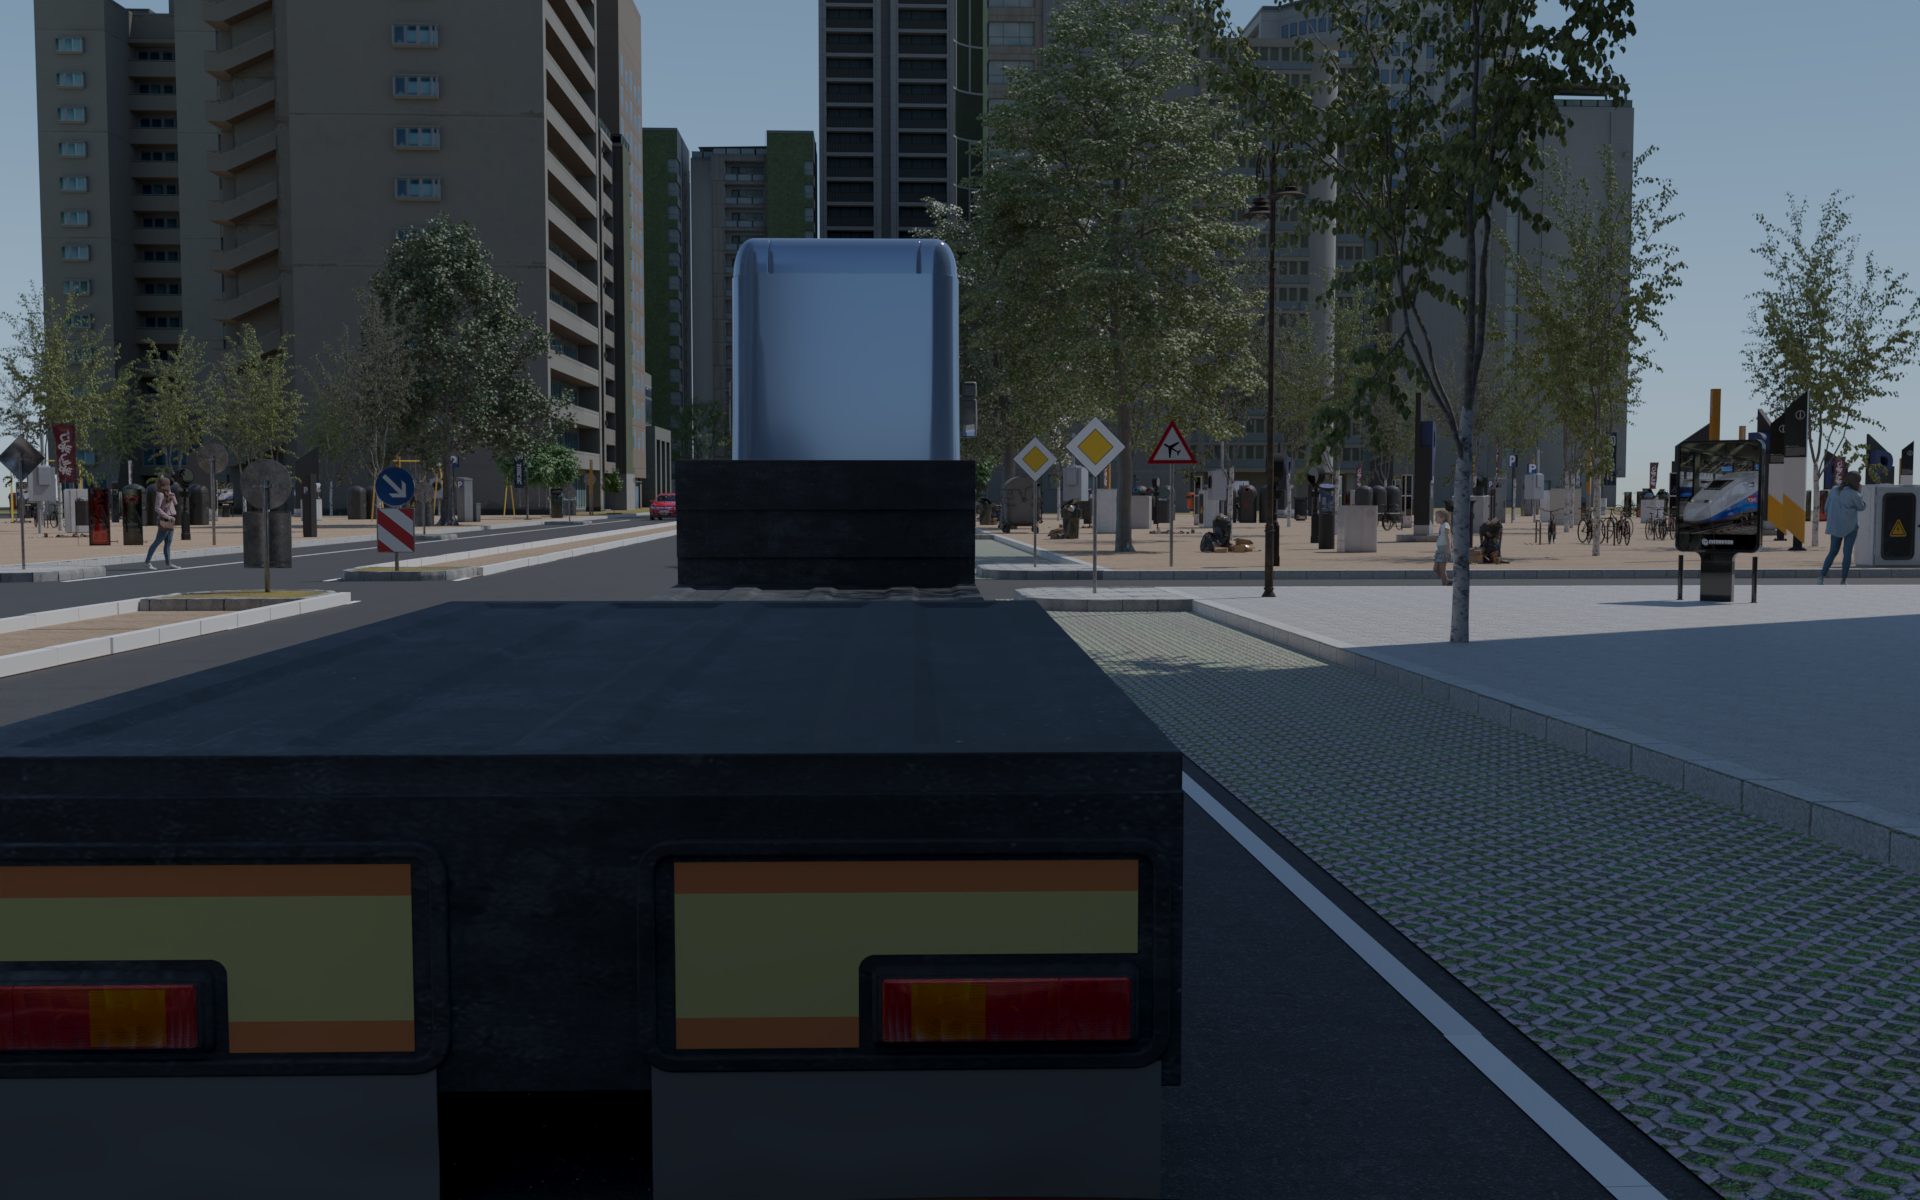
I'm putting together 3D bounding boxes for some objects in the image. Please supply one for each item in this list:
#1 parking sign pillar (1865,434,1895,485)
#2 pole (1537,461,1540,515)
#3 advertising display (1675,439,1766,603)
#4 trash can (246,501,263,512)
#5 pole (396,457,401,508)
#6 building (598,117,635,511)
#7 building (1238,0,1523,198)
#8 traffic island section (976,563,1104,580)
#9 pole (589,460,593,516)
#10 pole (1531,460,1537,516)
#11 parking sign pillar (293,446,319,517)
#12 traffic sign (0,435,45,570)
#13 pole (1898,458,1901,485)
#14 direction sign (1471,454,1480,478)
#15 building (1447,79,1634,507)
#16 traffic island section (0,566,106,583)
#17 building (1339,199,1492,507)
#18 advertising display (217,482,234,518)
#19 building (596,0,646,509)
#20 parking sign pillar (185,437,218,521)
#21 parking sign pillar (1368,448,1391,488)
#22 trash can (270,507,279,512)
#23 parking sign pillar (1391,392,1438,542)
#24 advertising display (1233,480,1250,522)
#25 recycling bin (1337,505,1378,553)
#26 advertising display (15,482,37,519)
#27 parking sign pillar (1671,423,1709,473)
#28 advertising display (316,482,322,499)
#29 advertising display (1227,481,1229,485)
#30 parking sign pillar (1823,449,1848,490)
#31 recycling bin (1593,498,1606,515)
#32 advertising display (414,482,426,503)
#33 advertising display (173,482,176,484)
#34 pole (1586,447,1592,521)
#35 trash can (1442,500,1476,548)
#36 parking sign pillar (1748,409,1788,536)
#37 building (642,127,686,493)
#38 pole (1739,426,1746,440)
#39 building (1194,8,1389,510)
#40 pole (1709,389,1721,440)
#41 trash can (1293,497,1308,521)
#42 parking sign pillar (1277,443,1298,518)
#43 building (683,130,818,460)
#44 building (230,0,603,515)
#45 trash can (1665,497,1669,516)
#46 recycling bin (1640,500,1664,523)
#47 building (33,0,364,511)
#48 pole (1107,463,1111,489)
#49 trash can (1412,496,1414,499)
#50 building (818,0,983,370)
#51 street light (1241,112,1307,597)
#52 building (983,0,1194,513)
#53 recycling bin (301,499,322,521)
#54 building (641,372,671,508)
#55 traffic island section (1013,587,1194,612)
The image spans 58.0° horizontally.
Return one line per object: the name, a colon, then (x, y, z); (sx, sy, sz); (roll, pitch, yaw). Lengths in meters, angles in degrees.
parking sign pillar: (41.213, -5.451, 77.602); (1.447, 3.967, 1.447); (-1, 4, -20)
pole: (35.503, -6.891, 106.507); (0.158, 3.312, 0.155); (0, 3, 0)
advertising display: (9.045, -0.944, 20.644); (0.974, 1.923, 0.123); (3, 5, 41)
trash can: (-32.045, -4.092, 78.552); (0.748, 1.137, 0.748); (0, 3, 0)
pole: (-27.076, -5.486, 83.543); (0.158, 3.312, 0.155); (0, 3, 0)
building: (-33.063, -22.079, 132.695); (14.160, 30.474, 14.107); (0, 4, -3)
building: (47.944, -40.464, 203.584); (28.212, 58.520, 21.231); (0, 4, -3)
traffic island section: (1.334, -0.493, 30.343); (2.009, 0.180, 2.903); (0, 4, -3)
pole: (-21.861, -6.659, 102.711); (0.158, 3.312, 0.155); (0, 3, 0)
pole: (33.779, -6.630, 102.246); (0.158, 3.312, 0.155); (0, 3, 0)
parking sign pillar: (-36.442, -6.611, 96.557); (1.447, 3.967, 1.447); (-3, 4, -37)
traffic sign: (-15.910, -1.574, 29.372); (0.795, 2.450, 0.064); (0, 4, -3)
pole: (53.235, -6.376, 98.092); (0.158, 3.312, 0.155); (0, 3, 0)
direction sign: (28.985, -6.446, 97.396); (0.876, 3.537, 0.379); (-3, 5, -45)
building: (57.853, -30.035, 174.660); (14.086, 41.232, 14.154); (0, 4, -3)
traffic island section: (-15.933, -0.437, 29.433); (2.009, 0.180, 2.903); (0, 4, -3)
building: (43.803, -24.560, 173.251); (14.107, 30.474, 14.160); (0, 4, -3)
advertising display: (-40.190, -5.474, 94.719); (0.123, 1.923, 0.974); (3, 4, 38)
building: (-34.636, -30.357, 146.455); (14.600, 45.320, 14.200); (0, 4, -3)
parking sign pillar: (-35.942, -5.719, 81.971); (1.447, 3.967, 1.447); (3, 5, 40)
parking sign pillar: (23.244, -6.561, 95.740); (1.447, 3.967, 1.447); (0, 4, -5)
trash can: (-31.697, -4.171, 79.844); (0.748, 1.137, 0.748); (0, 3, 0)
parking sign pillar: (12.482, -3.551, 46.531); (1.447, 3.967, 1.447); (1, 4, 20)
advertising display: (13.110, -4.629, 80.904); (0.974, 1.923, 0.123); (-2, 4, -30)
recycling bin: (8.773, -1.573, 38.267); (0.722, 1.027, 0.722); (0, 4, -3)
advertising display: (-48.755, -5.212, 90.437); (0.123, 1.923, 0.974); (3, 5, 41)
parking sign pillar: (27.676, -4.719, 65.630); (1.447, 3.967, 1.447); (0, 4, -1)
advertising display: (-34.728, -5.383, 93.226); (0.123, 1.923, 0.974); (1, 4, 17)
advertising display: (13.826, -5.073, 88.164); (0.123, 1.923, 0.974); (-2, 4, -27)
parking sign pillar: (51.781, -6.968, 102.396); (1.447, 3.967, 1.447); (1, 4, 22)
recycling bin: (38.651, -5.631, 104.627); (0.722, 1.027, 0.722); (1, 4, 22)
advertising display: (-28.647, -5.303, 91.923); (0.974, 1.923, 0.123); (3, 5, 41)
advertising display: (-40.286, -5.177, 89.861); (0.123, 1.923, 0.974); (3, 4, 39)
pole: (26.472, -4.836, 72.912); (0.158, 3.312, 0.155); (0, 3, 0)
trash can: (11.128, -1.649, 38.616); (0.748, 1.137, 0.748); (0, 3, 0)
parking sign pillar: (25.060, -4.008, 54.006); (1.447, 3.967, 1.447); (0, 4, -1)
building: (-37.978, -31.351, 196.188); (14.086, 41.232, 14.154); (0, 4, -3)
pole: (23.339, -3.542, 51.754); (0.158, 3.312, 0.155); (0, 3, 0)
building: (16.011, -27.579, 142.791); (32.217, 40.220, 23.993); (0, 4, -3)
pole: (14.612, -2.431, 33.584); (0.158, 3.312, 0.155); (0, 3, 0)
trash can: (16.322, -4.361, 82.960); (0.748, 1.137, 0.748); (0, 3, 0)
parking sign pillar: (17.261, -6.310, 91.647); (1.447, 3.967, 1.447); (2, 4, 34)
building: (-23.246, -31.442, 197.669); (14.086, 41.232, 14.154); (0, 4, -3)
building: (-36.104, -29.965, 113.636); (21.300, 48.544, 21.600); (0, 4, -3)
trash can: (41.397, -5.454, 100.820); (0.748, 1.137, 0.748); (0, 3, 0)
recycling bin: (30.463, -3.894, 76.218); (0.722, 1.027, 0.722); (-3, 4, -39)
building: (-71.042, -33.013, 163.461); (21.600, 48.544, 21.300); (0, 4, -3)
pole: (7.528, -5.746, 87.786); (0.158, 3.312, 0.155); (0, 3, 0)
trash can: (27.529, -5.695, 104.763); (0.748, 1.137, 0.748); (0, 3, 0)
building: (-5.741, -46.617, 200.433); (20.611, 71.187, 20.563); (0, 4, -3)
street light: (3.851, -2.975, 21.423); (0.468, 5.910, 1.993); (0, 4, -3)
building: (8.518, -26.895, 123.333); (14.154, 41.232, 14.086); (0, 4, -3)
recycling bin: (-30.984, -4.293, 82.738); (0.722, 1.027, 0.722); (1, 4, 9)
building: (-44.389, -51.976, 162.472); (31.000, 86.520, 22.319); (0, 4, -3)
traffic island section: (1.758, -0.005, 22.369); (2.009, 0.180, 2.903); (0, 4, -3)
